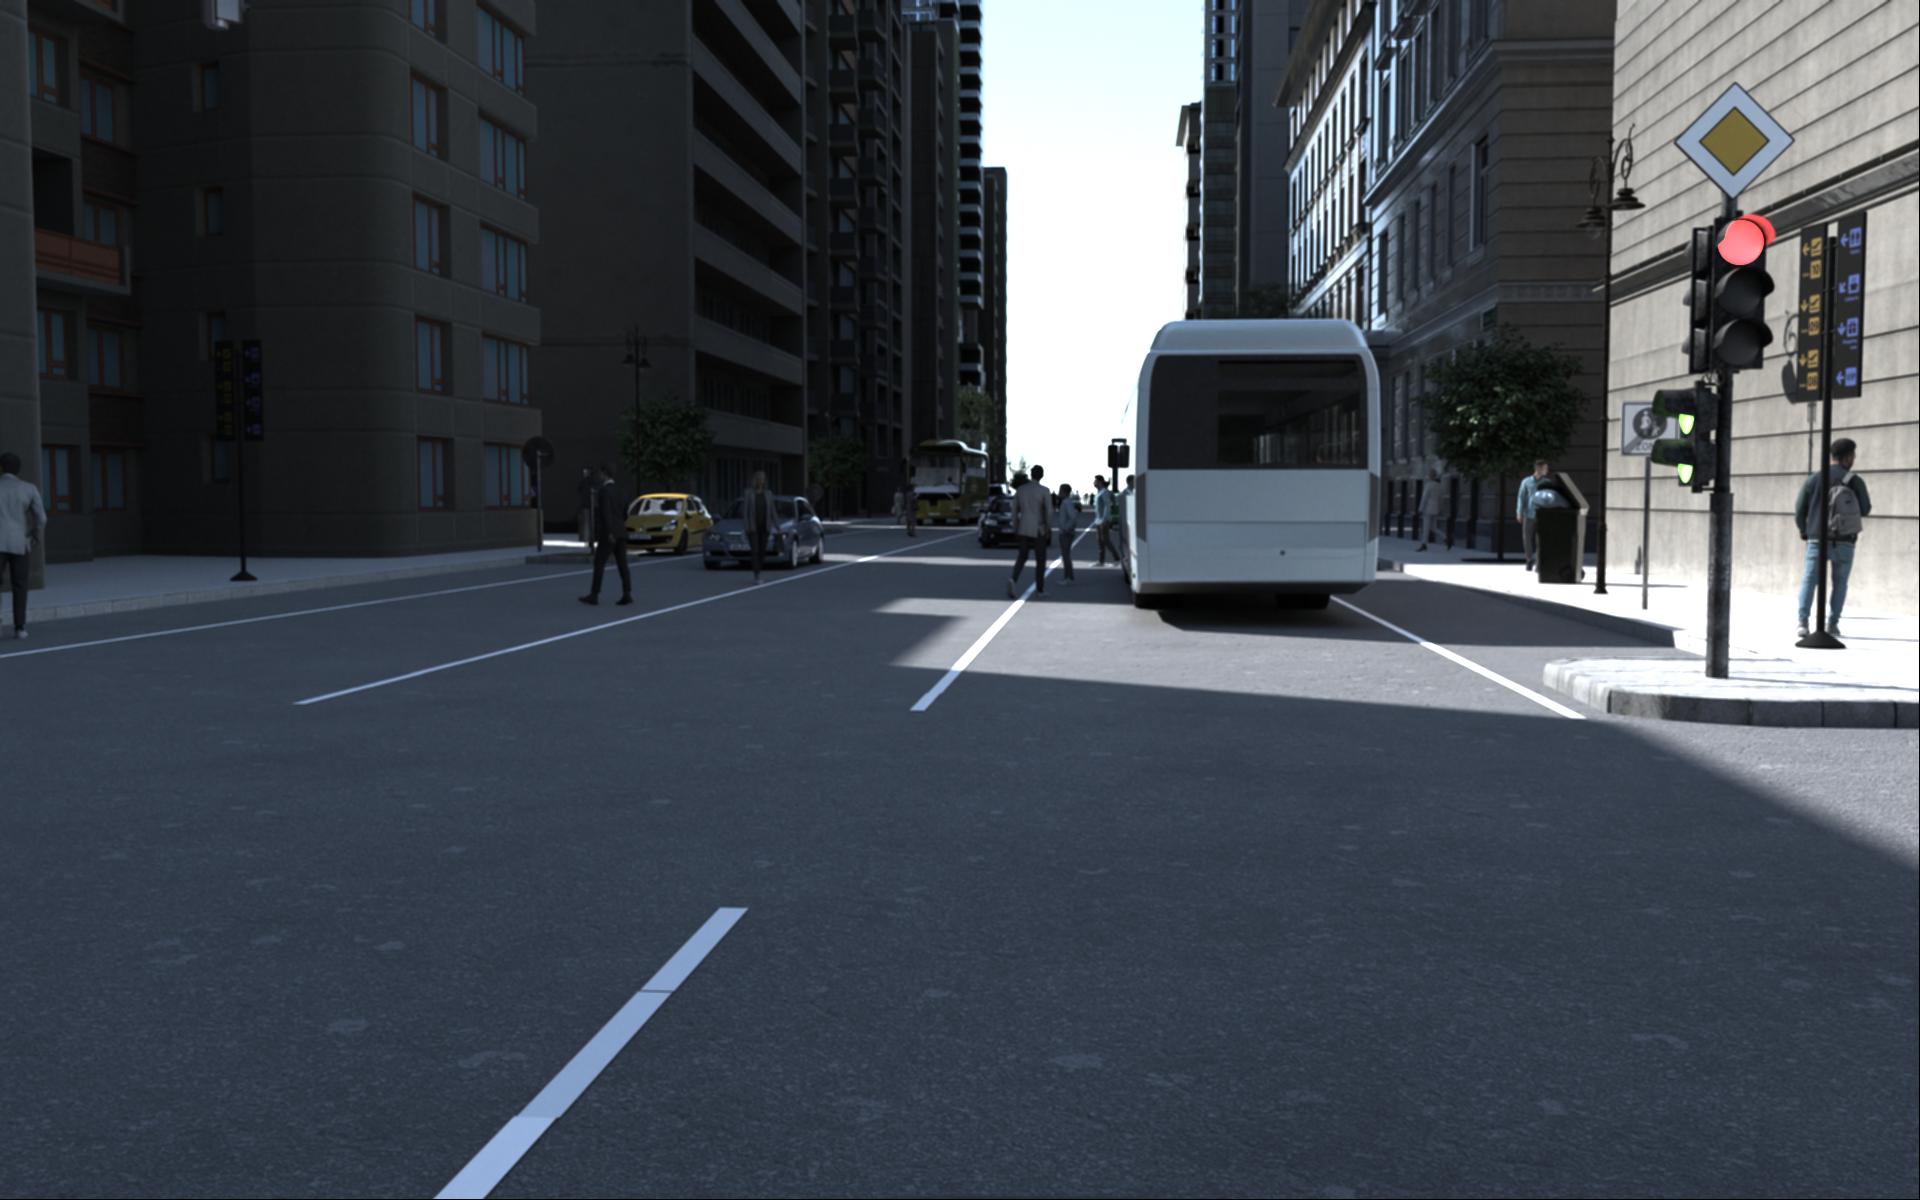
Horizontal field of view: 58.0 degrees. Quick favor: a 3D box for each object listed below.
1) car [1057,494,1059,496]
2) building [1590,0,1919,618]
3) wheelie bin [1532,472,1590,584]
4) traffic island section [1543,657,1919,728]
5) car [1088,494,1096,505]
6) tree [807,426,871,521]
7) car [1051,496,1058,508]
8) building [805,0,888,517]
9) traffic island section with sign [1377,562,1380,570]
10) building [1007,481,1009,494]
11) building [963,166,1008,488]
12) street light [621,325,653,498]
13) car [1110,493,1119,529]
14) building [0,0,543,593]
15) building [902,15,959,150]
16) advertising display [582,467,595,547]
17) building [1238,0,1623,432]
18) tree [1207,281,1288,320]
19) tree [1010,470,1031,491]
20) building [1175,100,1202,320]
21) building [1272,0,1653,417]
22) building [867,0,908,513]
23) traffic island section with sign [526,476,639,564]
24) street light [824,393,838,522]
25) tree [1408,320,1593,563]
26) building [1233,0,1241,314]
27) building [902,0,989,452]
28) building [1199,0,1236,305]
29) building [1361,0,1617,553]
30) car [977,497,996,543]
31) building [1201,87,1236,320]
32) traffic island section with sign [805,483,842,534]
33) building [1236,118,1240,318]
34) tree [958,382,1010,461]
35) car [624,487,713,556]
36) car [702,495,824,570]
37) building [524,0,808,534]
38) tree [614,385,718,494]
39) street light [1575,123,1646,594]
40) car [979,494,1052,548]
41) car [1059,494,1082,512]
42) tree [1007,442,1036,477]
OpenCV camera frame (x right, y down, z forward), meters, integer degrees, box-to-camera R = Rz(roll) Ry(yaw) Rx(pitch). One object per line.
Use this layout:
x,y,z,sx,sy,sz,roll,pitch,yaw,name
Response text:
13.109,-13.042,223.459,2.015,1.641,3.980,0,4,6,car
31.616,-14.833,18.927,44.131,29.872,17.030,0,4,5,building
8.632,-1.041,24.937,0.693,1.594,0.980,2,4,31,wheelie bin
5.317,0.622,12.116,2.009,0.180,2.903,0,4,5,traffic island section
18.700,-13.861,238.425,2.131,1.459,4.920,0,4,7,car
-5.889,-6.115,83.697,4.285,4.588,4.351,0,3,0,tree
9.815,-10.555,184.582,2.014,1.417,4.499,0,4,5,car
-16.288,-27.448,103.403,22.147,44.769,28.867,0,4,5,building
6.983,-1.522,33.510,1.989,1.847,2.006,0,4,5,traffic island section with sign
-9.808,-32.949,230.599,32.217,40.220,23.993,0,4,5,building
-1.672,-32.241,210.729,14.154,41.232,14.086,0,4,5,building
-8.825,-4.566,47.439,0.468,5.910,1.993,0,4,5,street light
6.699,-3.713,69.501,1.959,1.807,4.718,0,4,7,car
-25.588,-11.302,29.821,27.650,21.520,28.899,0,4,5,building
-7.696,-28.264,145.703,14.154,41.232,14.086,0,4,5,building
-8.974,-2.243,41.888,0.123,1.923,0.974,-1,4,-22,advertising display
28.336,-34.708,109.483,21.231,58.520,28.212,0,4,5,building
16.031,-10.640,92.083,7.486,12.596,7.792,0,3,0,tree
8.034,-14.959,228.296,4.285,4.588,4.351,0,3,0,tree
43.024,-39.082,228.225,28.713,52.752,27.495,0,4,5,building
22.143,-14.538,70.973,16.112,22.955,30.059,0,4,5,building
-12.753,-42.148,127.377,20.563,71.187,20.611,0,4,5,building
-7.834,-1.695,36.343,1.989,1.847,2.006,0,4,5,traffic island section with sign
-5.841,-6.496,78.994,0.468,5.910,1.993,0,4,5,street light
10.220,-3.007,32.871,4.285,4.588,4.351,0,3,0,tree
32.279,-43.412,148.038,20.563,71.187,20.611,0,4,5,building
-7.560,-53.494,187.294,22.319,86.520,31.000,0,4,5,building
36.477,-54.141,197.878,22.319,86.520,31.000,0,4,5,building
18.661,-15.906,45.970,13.634,28.700,20.117,0,4,5,building
1.589,-2.464,52.644,2.083,1.381,4.827,0,4,5,car
31.702,-30.184,177.106,14.154,41.232,14.086,0,4,5,building
-5.346,-3.337,63.184,1.989,1.847,2.006,0,4,5,traffic island section with sign
27.958,-22.027,131.848,14.160,30.474,14.107,0,4,5,building
0.701,-14.408,161.333,9.928,11.665,9.643,0,3,0,tree
-7.123,-1.920,41.609,2.015,1.641,3.980,0,4,6,car
-3.830,-1.369,34.386,2.014,1.417,4.499,0,4,6,car
-18.309,-27.034,65.713,21.300,48.544,21.600,0,4,5,building
-8.923,-4.199,52.363,4.285,4.588,4.351,0,3,0,tree
8.255,-3.019,22.141,0.468,5.910,1.993,0,4,5,street light
1.554,-2.273,46.947,2.009,1.686,4.222,0,4,6,car
8.845,-7.951,138.794,1.959,1.807,4.718,0,4,6,car
8.561,-18.016,244.928,4.360,8.622,3.978,0,3,0,tree
